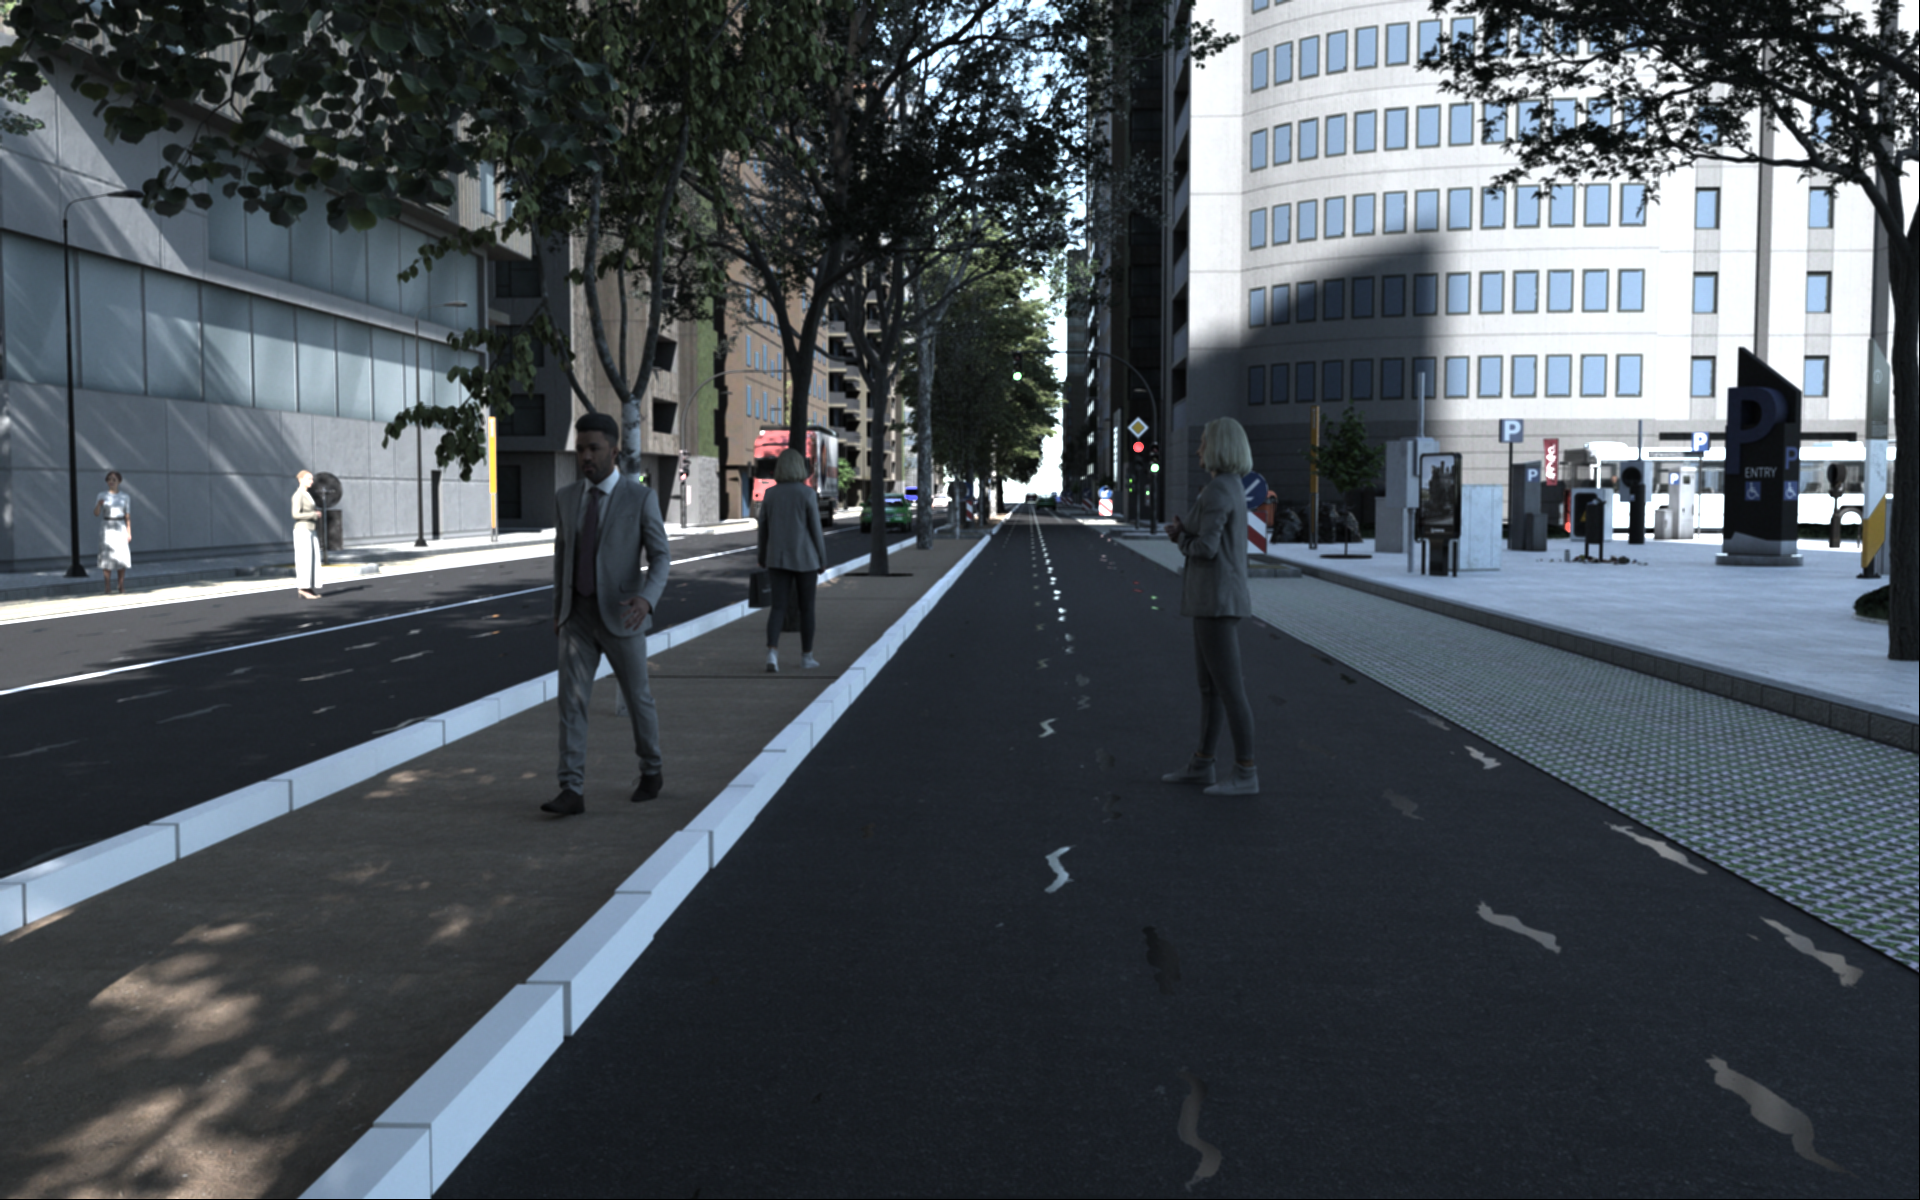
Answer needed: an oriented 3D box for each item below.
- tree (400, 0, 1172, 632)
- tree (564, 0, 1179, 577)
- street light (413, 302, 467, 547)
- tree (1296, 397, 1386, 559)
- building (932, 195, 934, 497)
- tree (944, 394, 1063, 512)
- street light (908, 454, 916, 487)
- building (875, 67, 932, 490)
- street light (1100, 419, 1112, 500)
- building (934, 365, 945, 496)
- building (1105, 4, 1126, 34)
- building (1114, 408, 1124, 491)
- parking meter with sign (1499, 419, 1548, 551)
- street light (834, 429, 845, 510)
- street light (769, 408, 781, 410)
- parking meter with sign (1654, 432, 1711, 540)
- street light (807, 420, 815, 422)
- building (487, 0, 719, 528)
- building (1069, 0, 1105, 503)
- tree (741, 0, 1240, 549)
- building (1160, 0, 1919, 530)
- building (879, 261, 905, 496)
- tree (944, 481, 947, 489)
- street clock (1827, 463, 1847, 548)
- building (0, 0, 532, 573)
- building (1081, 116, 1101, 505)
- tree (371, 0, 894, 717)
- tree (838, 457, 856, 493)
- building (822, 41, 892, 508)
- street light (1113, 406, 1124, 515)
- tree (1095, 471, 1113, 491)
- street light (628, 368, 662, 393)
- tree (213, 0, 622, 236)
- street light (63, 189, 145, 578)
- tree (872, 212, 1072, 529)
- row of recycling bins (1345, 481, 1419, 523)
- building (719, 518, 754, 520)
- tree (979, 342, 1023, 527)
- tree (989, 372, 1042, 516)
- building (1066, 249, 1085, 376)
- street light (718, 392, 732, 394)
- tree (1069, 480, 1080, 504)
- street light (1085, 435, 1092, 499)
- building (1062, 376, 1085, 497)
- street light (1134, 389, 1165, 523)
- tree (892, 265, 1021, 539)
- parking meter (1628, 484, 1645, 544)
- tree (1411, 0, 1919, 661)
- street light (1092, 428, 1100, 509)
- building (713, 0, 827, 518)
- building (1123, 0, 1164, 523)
[{"bbox_3d":[-1.781,-4.920,17.307,8.767,10.594,7.601,0,4,2],"label":"tree"},{"bbox_3d":[-1.441,-7.161,29.912,12.009,13.543,11.850,0,3,0],"label":"tree"},{"bbox_3d":[-12.582,-4.245,41.947,1.470,5.913,1.316,0,4,2],"label":"street light"},{"bbox_3d":[7.860,-2.450,34.656,1.663,3.219,1.824,0,3,0],"label":"tree"},{"bbox_3d":[-15.227,-44.242,265.363,21.231,58.520,28.212,0,4,2],"label":"building"},{"bbox_3d":[3.156,-13.119,133.964,9.611,12.733,9.660,0,3,0],"label":"tree"},{"bbox_3d":[-6.180,-13.940,200.452,1.470,5.913,1.316,0,4,2],"label":"street light"},{"bbox_3d":[-15.642,-42.515,237.125,21.231,58.520,28.212,0,4,2],"label":"building"},{"bbox_3d":[9.572,-8.221,106.947,1.470,5.913,1.316,0,4,2],"label":"street light"},{"bbox_3d":[-9.935,-31.565,287.786,14.160,30.474,14.107,0,4,2],"label":"building"},{"bbox_3d":[19.414,-30.393,147.038,14.600,45.320,14.200,0,4,2],"label":"building"},{"bbox_3d":[22.811,-49.393,120.241,22.319,86.520,31.000,0,4,2],"label":"building"},{"bbox_3d":[12.883,-2.642,39.458,0.543,3.016,1.738,0,4,-6],"label":"parking meter with sign"},{"bbox_3d":[-9.203,-9.235,123.532,1.470,5.913,1.316,0,4,2],"label":"street light"},{"bbox_3d":[-10.346,-7.401,93.555,1.470,5.913,1.316,0,4,2],"label":"street light"},{"bbox_3d":[20.176,-3.193,48.470,1.738,3.016,0.543,-2,4,-31],"label":"parking meter with sign"},{"bbox_3d":[-9.764,-8.315,108.485,1.470,5.913,1.316,0,4,2],"label":"street light"},{"bbox_3d":[-18.037,-18.237,69.883,14.160,30.474,14.107,0,4,2],"label":"building"},{"bbox_3d":[25.840,-49.164,242.074,20.563,71.187,20.611,0,4,2],"label":"building"},{"bbox_3d":[0.269,-11.304,43.159,12.611,20.169,13.585,0,3,0],"label":"tree"},{"bbox_3d":[23.153,-32.329,70.586,28.212,58.520,21.231,0,4,2],"label":"building"},{"bbox_3d":[-14.014,-26.440,203.993,14.160,30.474,14.107,0,4,2],"label":"building"},{"bbox_3d":[-3.949,-19.244,298.357,4.285,4.588,4.351,0,3,0],"label":"tree"},{"bbox_3d":[20.732,-2.228,40.995,0.358,2.002,0.471,0,4,-1],"label":"street clock"},{"bbox_3d":[-26.983,-27.615,40.743,27.495,52.752,28.713,0,4,2],"label":"building"},{"bbox_3d":[26.082,-35.356,197.684,23.786,49.044,30.456,0,4,2],"label":"building"},{"bbox_3d":[-2.163,-3.566,11.119,4.737,8.622,4.395,0,3,0],"label":"tree"},{"bbox_3d":[-10.253,-9.293,135.662,4.285,4.588,4.351,0,3,0],"label":"tree"},{"bbox_3d":[-18.827,-32.249,181.903,22.147,44.769,28.867,0,4,2],"label":"building"},{"bbox_3d":[9.030,-7.293,91.786,1.470,5.913,1.316,0,4,2],"label":"street light"},{"bbox_3d":[11.769,-8.901,140.140,1.663,3.219,1.824,0,3,0],"label":"tree"},{"bbox_3d":[-11.617,-5.575,63.700,1.470,5.913,1.316,0,4,2],"label":"street light"},{"bbox_3d":[-2.549,-5.747,3.077,9.857,13.997,8.962,0,3,0],"label":"tree"},{"bbox_3d":[-13.128,-3.305,26.579,1.470,5.913,1.316,0,4,2],"label":"street light"},{"bbox_3d":[0.485,-8.996,67.669,7.486,12.596,7.792,0,3,0],"label":"tree"},{"bbox_3d":[13.340,-2.851,53.720,1.069,1.692,3.534,-2,4,-34],"label":"row of recycling bins"},{"bbox_3d":[-17.272,-26.998,91.529,14.600,45.320,14.200,0,4,2],"label":"building"},{"bbox_3d":[0.864,-7.410,73.979,4.737,8.622,4.395,0,3,0],"label":"tree"},{"bbox_3d":[2.037,-11.378,114.237,9.928,11.665,9.643,0,3,0],"label":"tree"},{"bbox_3d":[24.748,-37.064,289.591,14.154,41.232,14.086,0,4,2],"label":"building"},{"bbox_3d":[-11.013,-6.489,78.629,1.470,5.913,1.316,0,4,2],"label":"street light"},{"bbox_3d":[15.400,-14.442,230.721,1.663,3.219,1.824,0,3,0],"label":"tree"},{"bbox_3d":[10.868,-10.066,137.116,1.470,5.913,1.316,0,4,2],"label":"street light"},{"bbox_3d":[29.875,-25.879,268.158,27.650,21.520,28.899,0,4,2],"label":"building"},{"bbox_3d":[8.402,-6.380,76.858,1.470,5.913,1.316,0,4,2],"label":"street light"},{"bbox_3d":[-0.086,-6.202,54.229,4.360,8.622,3.978,0,3,0],"label":"tree"},{"bbox_3d":[17.355,-2.201,44.403,0.372,1.533,0.369,0,3,0],"label":"parking meter"},{"bbox_3d":[7.009,-4.815,13.139,7.601,10.594,8.767,0,4,-1],"label":"tree"},{"bbox_3d":[10.251,-9.133,121.873,1.470,5.913,1.316,0,4,2],"label":"street light"},{"bbox_3d":[-16.476,-28.352,113.673,14.600,45.320,14.200,0,4,2],"label":"building"},{"bbox_3d":[15.651,-19.573,91.715,14.160,30.474,14.107,0,4,2],"label":"building"}]
